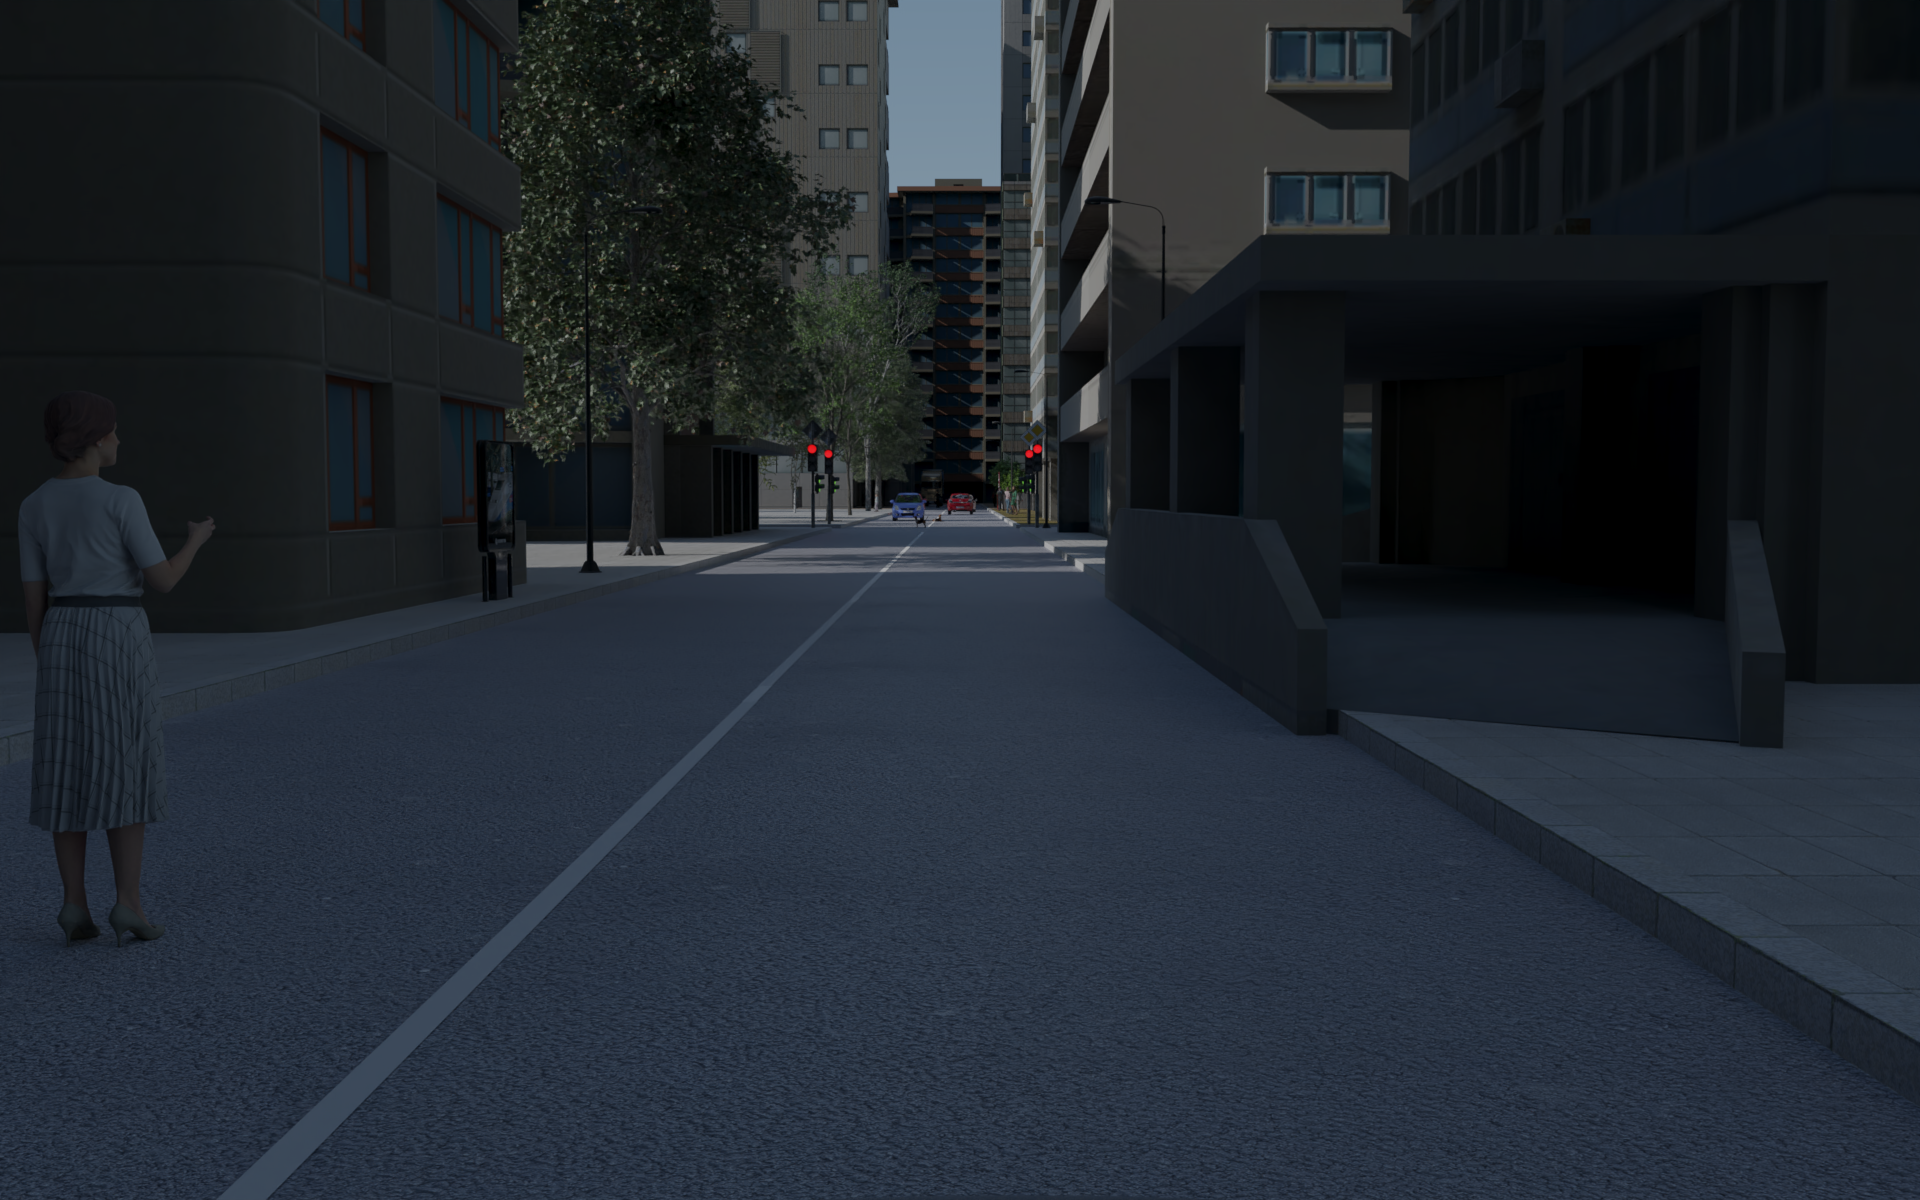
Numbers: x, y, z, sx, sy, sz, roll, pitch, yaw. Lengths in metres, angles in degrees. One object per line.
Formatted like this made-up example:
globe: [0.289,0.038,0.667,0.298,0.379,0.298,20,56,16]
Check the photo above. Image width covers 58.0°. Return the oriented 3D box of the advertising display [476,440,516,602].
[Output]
advertising display: [-5.617,-0.966,21.000,0.123,1.923,0.974,0,4,5]

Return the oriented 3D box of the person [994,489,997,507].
person: [3.528,-10.171,172.471,0.705,1.807,1.348,-1,4,-11]

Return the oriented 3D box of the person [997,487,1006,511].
person: [3.174,-7.707,131.860,0.655,1.846,0.447,-1,4,-18]

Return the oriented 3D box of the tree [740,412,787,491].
tree: [-16.351,-11.627,140.461,4.737,8.622,4.395,0,3,0]

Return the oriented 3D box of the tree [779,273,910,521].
tree: [-6.015,-9.508,81.213,9.928,11.665,9.643,0,3,0]

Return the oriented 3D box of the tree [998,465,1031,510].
tree: [3.852,-7.373,115.147,1.663,3.219,1.824,0,3,0]

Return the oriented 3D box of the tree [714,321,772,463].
tree: [-13.225,-10.599,91.419,7.486,12.596,7.792,0,3,0]

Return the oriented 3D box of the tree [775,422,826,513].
tree: [-10.902,-10.158,116.441,4.360,8.622,3.978,0,3,0]

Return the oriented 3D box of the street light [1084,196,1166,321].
street light: [2.641,-3.343,27.203,1.470,5.913,1.316,0,3,0]

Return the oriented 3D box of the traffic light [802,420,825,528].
traffic light: [-5.556,-4.690,65.598,0.839,4.253,0.868,0,3,0]

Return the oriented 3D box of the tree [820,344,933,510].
tree: [-6.811,-14.492,143.604,9.857,13.997,8.962,0,3,0]

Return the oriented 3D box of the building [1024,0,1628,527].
building: [15.553,-24.217,87.832,23.993,40.220,32.217,0,3,0]

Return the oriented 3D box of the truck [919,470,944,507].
truck: [-3.171,-12.945,200.560,2.839,4.237,11.283,0,4,1]

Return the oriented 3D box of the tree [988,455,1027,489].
tree: [4.062,-9.874,145.148,4.285,4.588,4.351,0,3,0]

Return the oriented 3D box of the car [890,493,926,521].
car: [-2.767,-5.107,93.097,1.945,1.707,3.694,0,4,-1]

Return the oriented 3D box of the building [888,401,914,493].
building: [-21.476,-55.019,212.234,31.000,86.520,22.319,0,3,0]

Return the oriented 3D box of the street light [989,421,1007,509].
street light: [2.783,-8.463,110.914,1.470,5.913,1.316,0,3,0]

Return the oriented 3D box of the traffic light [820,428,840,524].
traffic light: [-5.545,-5.178,73.583,0.839,4.253,0.868,0,3,0]

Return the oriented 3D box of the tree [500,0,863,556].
tree: [-6.699,-7.286,36.132,9.611,12.733,9.660,0,3,0]

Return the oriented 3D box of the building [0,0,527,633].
building: [-20.072,-10.080,9.841,27.650,21.520,28.899,0,3,0]

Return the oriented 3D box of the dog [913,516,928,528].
dog: [-1.670,-3.325,73.650,0.540,0.507,0.406,-3,5,-41]

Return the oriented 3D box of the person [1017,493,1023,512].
person: [4.224,-7.313,125.881,0.678,1.792,0.850,-1,4,-15]

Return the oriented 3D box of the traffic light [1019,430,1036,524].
traffic light: [2.916,-5.178,73.587,0.839,4.253,0.868,0,3,0]

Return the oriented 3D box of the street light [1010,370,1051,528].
street light: [2.702,-5.639,64.736,1.470,5.913,1.316,0,3,0]

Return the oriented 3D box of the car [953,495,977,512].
car: [0.324,-7.645,137.364,2.083,1.381,4.827,0,3,0]

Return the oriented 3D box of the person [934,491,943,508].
person: [-2.285,-10.494,180.212,0.705,1.807,1.348,3,5,44]

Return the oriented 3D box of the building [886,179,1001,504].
building: [-0.898,-35.996,243.160,28.867,44.769,22.147,0,3,0]

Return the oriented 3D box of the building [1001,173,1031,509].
building: [10.744,-23.650,158.373,14.160,30.474,14.107,0,3,0]

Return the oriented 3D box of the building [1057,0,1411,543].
building: [13.917,-25.855,46.433,21.300,48.544,21.600,0,3,0]

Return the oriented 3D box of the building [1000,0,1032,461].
building: [14.693,-38.987,179.435,21.231,58.520,28.212,0,3,0]

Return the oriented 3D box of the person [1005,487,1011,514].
person: [3.149,-6.540,113.568,0.593,1.750,0.643,3,5,43]

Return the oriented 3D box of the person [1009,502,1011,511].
person: [3.827,-7.527,129.537,0.534,1.772,0.576,0,4,4]

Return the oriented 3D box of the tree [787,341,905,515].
tree: [-6.936,-10.357,103.741,7.601,10.594,8.767,-2,4,-25]

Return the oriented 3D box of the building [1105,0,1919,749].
building: [18.115,-19.820,15.942,32.217,40.220,23.993,0,3,0]

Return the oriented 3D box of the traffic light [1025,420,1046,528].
traffic light: [2.906,-4.690,65.602,0.839,4.253,0.868,0,3,0]

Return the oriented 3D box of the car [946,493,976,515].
car: [0.041,-6.926,122.278,2.155,1.783,4.494,0,4,1]

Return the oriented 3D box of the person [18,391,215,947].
person: [-2.714,0.214,5.579,0.480,1.755,0.524,0,4,4]

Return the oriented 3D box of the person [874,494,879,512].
person: [-6.021,-6.994,124.669,0.394,1.301,0.425,-1,4,-14]

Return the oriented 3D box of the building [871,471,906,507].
building: [-16.205,-45.732,185.970,20.563,71.187,20.611,0,3,0]

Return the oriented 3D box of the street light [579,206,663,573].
street light: [-5.497,-3.398,28.095,1.470,5.913,1.316,0,3,0]

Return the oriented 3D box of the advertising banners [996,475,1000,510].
advertising banners: [2.982,-8.533,135.702,0.090,3.025,2.074,0,4,-3]

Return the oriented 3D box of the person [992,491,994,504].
person: [4.491,-13.609,230.937,0.705,1.831,1.348,-2,4,-25]

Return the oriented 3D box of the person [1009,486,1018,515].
person: [3.344,-6.092,105.899,0.529,1.795,0.600,-2,4,-32]

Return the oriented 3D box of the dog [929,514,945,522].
dog: [-1.207,-4.254,89.744,0.748,0.427,0.550,2,4,23]

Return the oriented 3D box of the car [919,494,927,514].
car: [-3.334,-6.730,119.081,2.155,1.783,4.494,0,4,0]

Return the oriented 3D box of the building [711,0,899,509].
building: [-20.472,-35.057,162.422,28.713,52.752,27.495,0,3,0]

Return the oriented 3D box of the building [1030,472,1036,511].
building: [15.760,-42.278,129.493,20.563,71.187,20.611,0,3,0]

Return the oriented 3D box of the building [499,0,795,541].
building: [-20.624,-24.362,52.937,28.867,44.769,22.147,0,3,0]

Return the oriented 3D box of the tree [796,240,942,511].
tree: [-8.084,-16.754,129.813,12.611,20.169,13.585,0,3,0]
